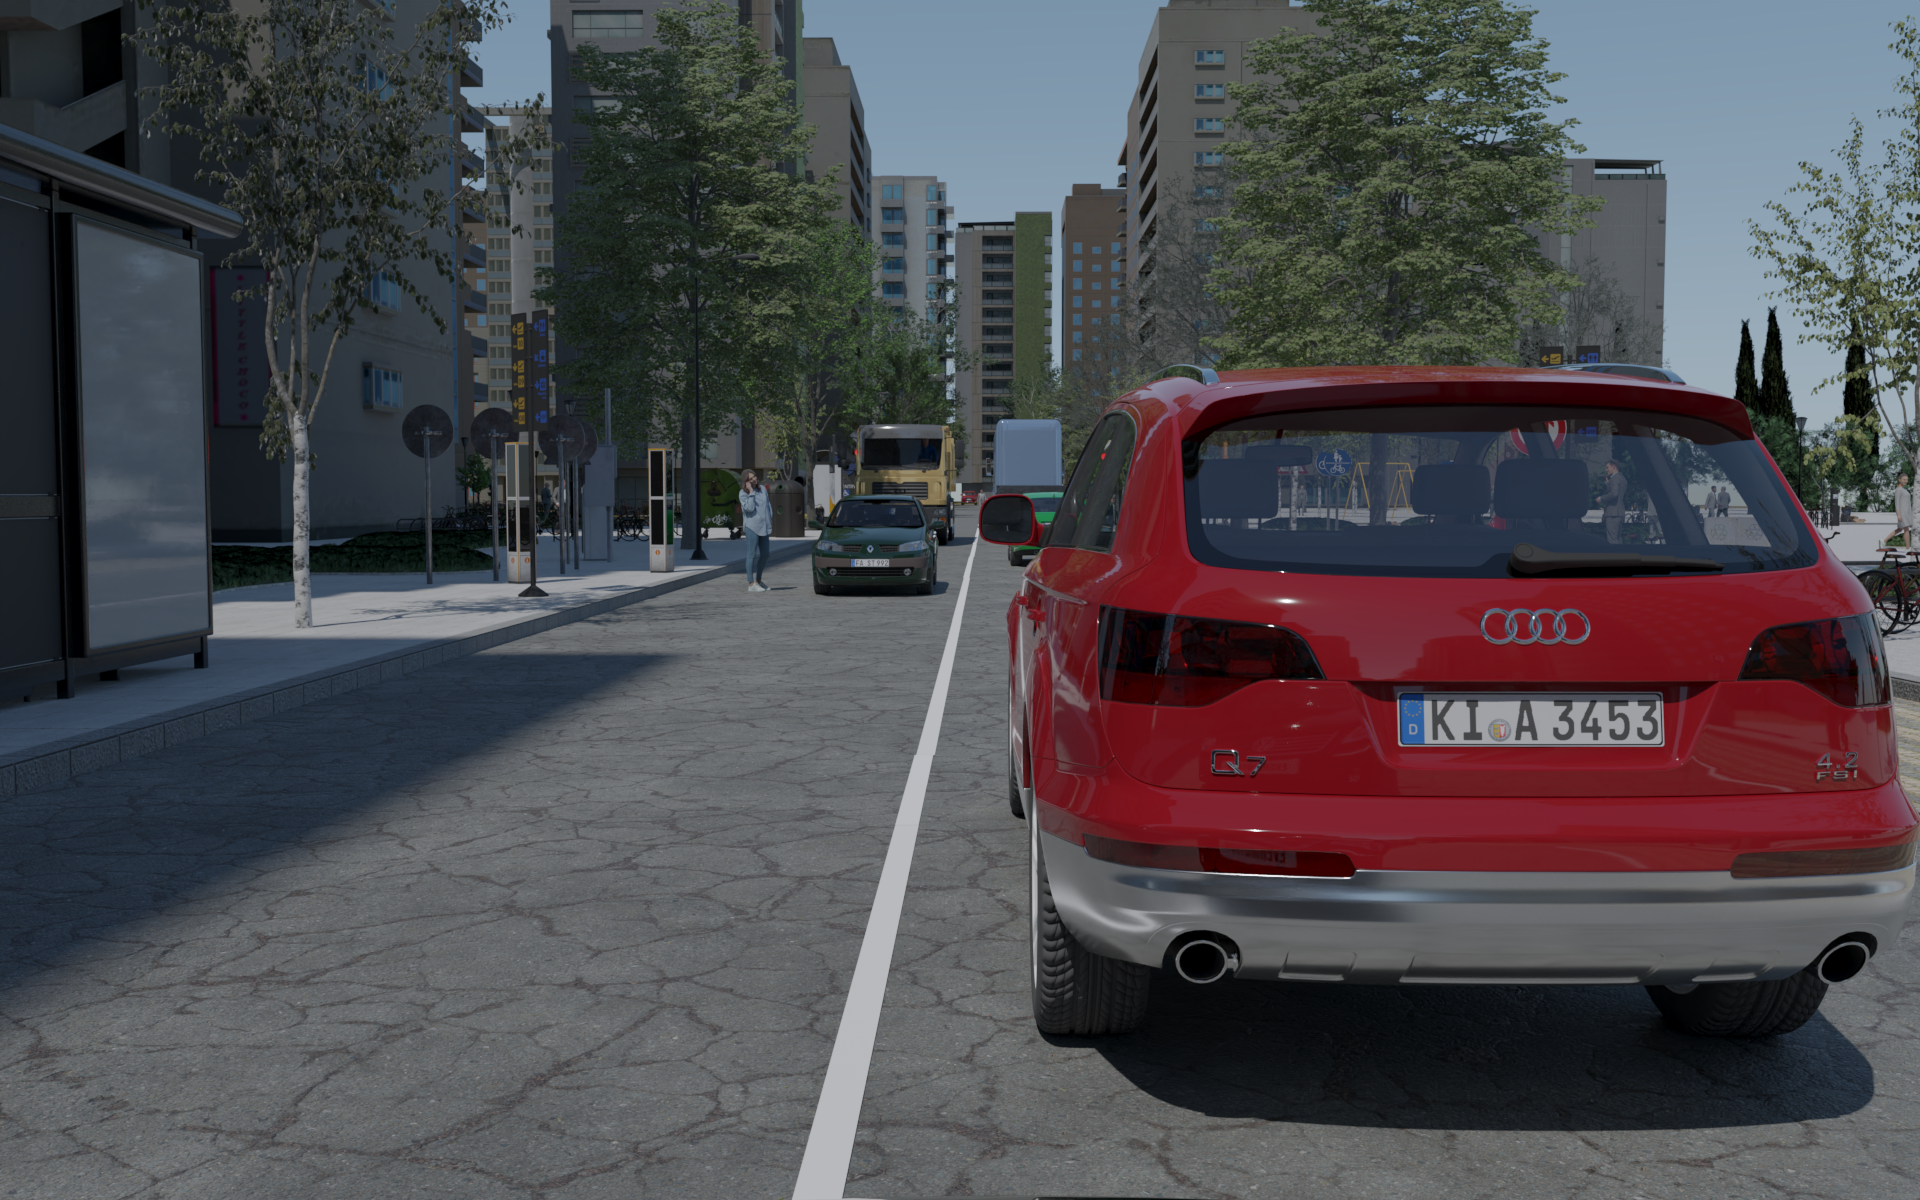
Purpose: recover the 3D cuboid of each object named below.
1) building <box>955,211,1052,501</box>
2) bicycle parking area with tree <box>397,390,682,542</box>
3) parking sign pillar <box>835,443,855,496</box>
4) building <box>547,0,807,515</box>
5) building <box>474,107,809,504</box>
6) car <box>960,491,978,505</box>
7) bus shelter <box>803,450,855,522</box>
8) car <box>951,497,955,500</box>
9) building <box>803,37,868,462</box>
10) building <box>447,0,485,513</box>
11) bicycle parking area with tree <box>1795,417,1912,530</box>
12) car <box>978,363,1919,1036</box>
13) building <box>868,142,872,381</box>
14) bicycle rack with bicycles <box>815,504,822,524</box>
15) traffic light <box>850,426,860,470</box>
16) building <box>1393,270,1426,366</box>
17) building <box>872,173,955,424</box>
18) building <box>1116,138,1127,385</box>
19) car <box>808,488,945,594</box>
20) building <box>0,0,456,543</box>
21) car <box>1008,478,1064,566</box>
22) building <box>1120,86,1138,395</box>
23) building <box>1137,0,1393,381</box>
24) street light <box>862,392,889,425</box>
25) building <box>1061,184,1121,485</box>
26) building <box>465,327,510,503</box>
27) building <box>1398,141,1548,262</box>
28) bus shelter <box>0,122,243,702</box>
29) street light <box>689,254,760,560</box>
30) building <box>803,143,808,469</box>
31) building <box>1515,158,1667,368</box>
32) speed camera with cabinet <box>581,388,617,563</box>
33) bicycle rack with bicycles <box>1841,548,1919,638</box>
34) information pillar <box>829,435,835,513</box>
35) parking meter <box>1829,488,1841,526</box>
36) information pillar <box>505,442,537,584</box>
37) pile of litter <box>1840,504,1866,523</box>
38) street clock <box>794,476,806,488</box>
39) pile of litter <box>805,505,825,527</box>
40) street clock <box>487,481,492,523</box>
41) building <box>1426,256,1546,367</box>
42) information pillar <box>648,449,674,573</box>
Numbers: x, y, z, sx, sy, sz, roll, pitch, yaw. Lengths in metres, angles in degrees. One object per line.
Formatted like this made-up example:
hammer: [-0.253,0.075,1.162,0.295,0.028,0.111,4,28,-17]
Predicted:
building: [6.234,-34.791,252.434,14.086,41.232,14.154,0,4,1]
bicycle parking area with tree: [-11.862,-3.863,50.161,9.016,4.147,8.231,1,4,17]
parking sign pillar: [-5.859,-6.136,88.789,1.447,3.967,1.447,0,4,-3]
building: [-17.672,-26.155,111.233,14.154,41.232,14.086,0,4,1]
building: [-27.941,-29.018,166.328,32.217,40.220,23.993,0,4,1]
car: [1.188,-13.128,223.316,2.281,1.827,5.304,0,4,2]
bus shelter: [-6.124,-5.374,81.793,2.014,3.302,5.546,0,4,1]
car: [-1.394,-7.941,138.635,1.959,1.807,4.718,0,4,1]
building: [-21.752,-34.563,188.811,21.300,48.544,21.600,0,4,1]
building: [-33.741,-26.890,89.767,14.200,45.320,14.600,0,4,1]
bicycle parking area with tree: [33.578,-4.671,63.380,8.231,4.147,9.016,2,4,35]
car: [1.207,0.156,6.126,2.281,1.827,5.304,0,4,0]
building: [-21.956,-35.967,211.766,21.600,48.544,21.300,0,4,1]
bicycle rack with bicycles: [-6.136,-3.088,63.872,2.852,0.926,2.925,0,4,-4]
traffic light: [-4.122,-5.034,71.232,0.839,4.253,0.868,0,4,1]
building: [48.265,-27.068,214.263,14.107,30.474,14.160,0,4,1]
building: [-16.015,-38.993,257.140,30.456,49.044,23.786,0,4,1]
building: [30.169,-33.790,207.093,22.147,44.769,28.867,0,4,1]
car: [-1.224,-0.990,25.966,2.009,1.686,4.222,0,4,1]
building: [-28.274,-25.987,48.591,21.600,48.544,21.300,0,4,1]
car: [1.889,-1.652,35.805,1.959,1.807,4.718,0,4,0]
building: [25.300,-32.747,185.530,14.600,45.320,14.200,0,4,1]
building: [28.706,-33.247,167.283,21.300,48.544,21.600,0,4,1]
street light: [-3.915,-6.518,79.106,1.470,5.913,1.316,0,4,1]
building: [22.106,-36.838,252.406,14.200,45.320,14.600,0,4,1]
building: [-47.563,-22.315,209.888,28.899,21.520,27.650,0,4,1]
building: [70.756,-40.885,257.701,27.495,52.752,28.713,0,4,1]
bus shelter: [-6.401,-1.880,8.377,2.179,5.291,8.768,0,4,1]
street light: [-4.560,-3.737,33.639,1.470,5.913,1.316,0,4,1]
building: [-19.489,-22.137,133.647,14.160,30.474,14.107,0,4,1]
building: [77.137,-32.411,213.509,14.086,41.232,14.154,0,4,1]
speed camera with cabinet: [-6.936,-2.372,33.121,0.660,3.252,2.038,-1,4,-14]
bicycle rack with bicycles: [8.933,-0.175,16.241,2.925,0.926,2.852,0,4,-8]
information pillar: [-5.093,-4.751,69.037,0.183,3.616,0.504,-1,4,-22]
parking meter: [35.039,-3.728,69.357,0.372,1.533,0.369,0,3,0]
information pillar: [-6.274,-1.240,24.759,0.304,2.012,0.304,3,5,44]
pile of litter: [40.436,-3.946,78.486,1.176,0.858,1.719,3,5,40]
street clock: [-6.380,-3.959,69.292,0.471,2.002,0.358,2,4,25]
pile of litter: [-5.672,-3.238,66.911,1.176,0.858,1.719,0,4,2]
street clock: [-19.126,-4.046,70.729,0.358,2.002,0.471,-3,4,-37]
building: [63.039,-27.044,213.877,14.107,30.474,14.160,0,4,1]
information pillar: [-4.859,-1.450,28.194,0.304,2.012,0.304,1,4,18]
